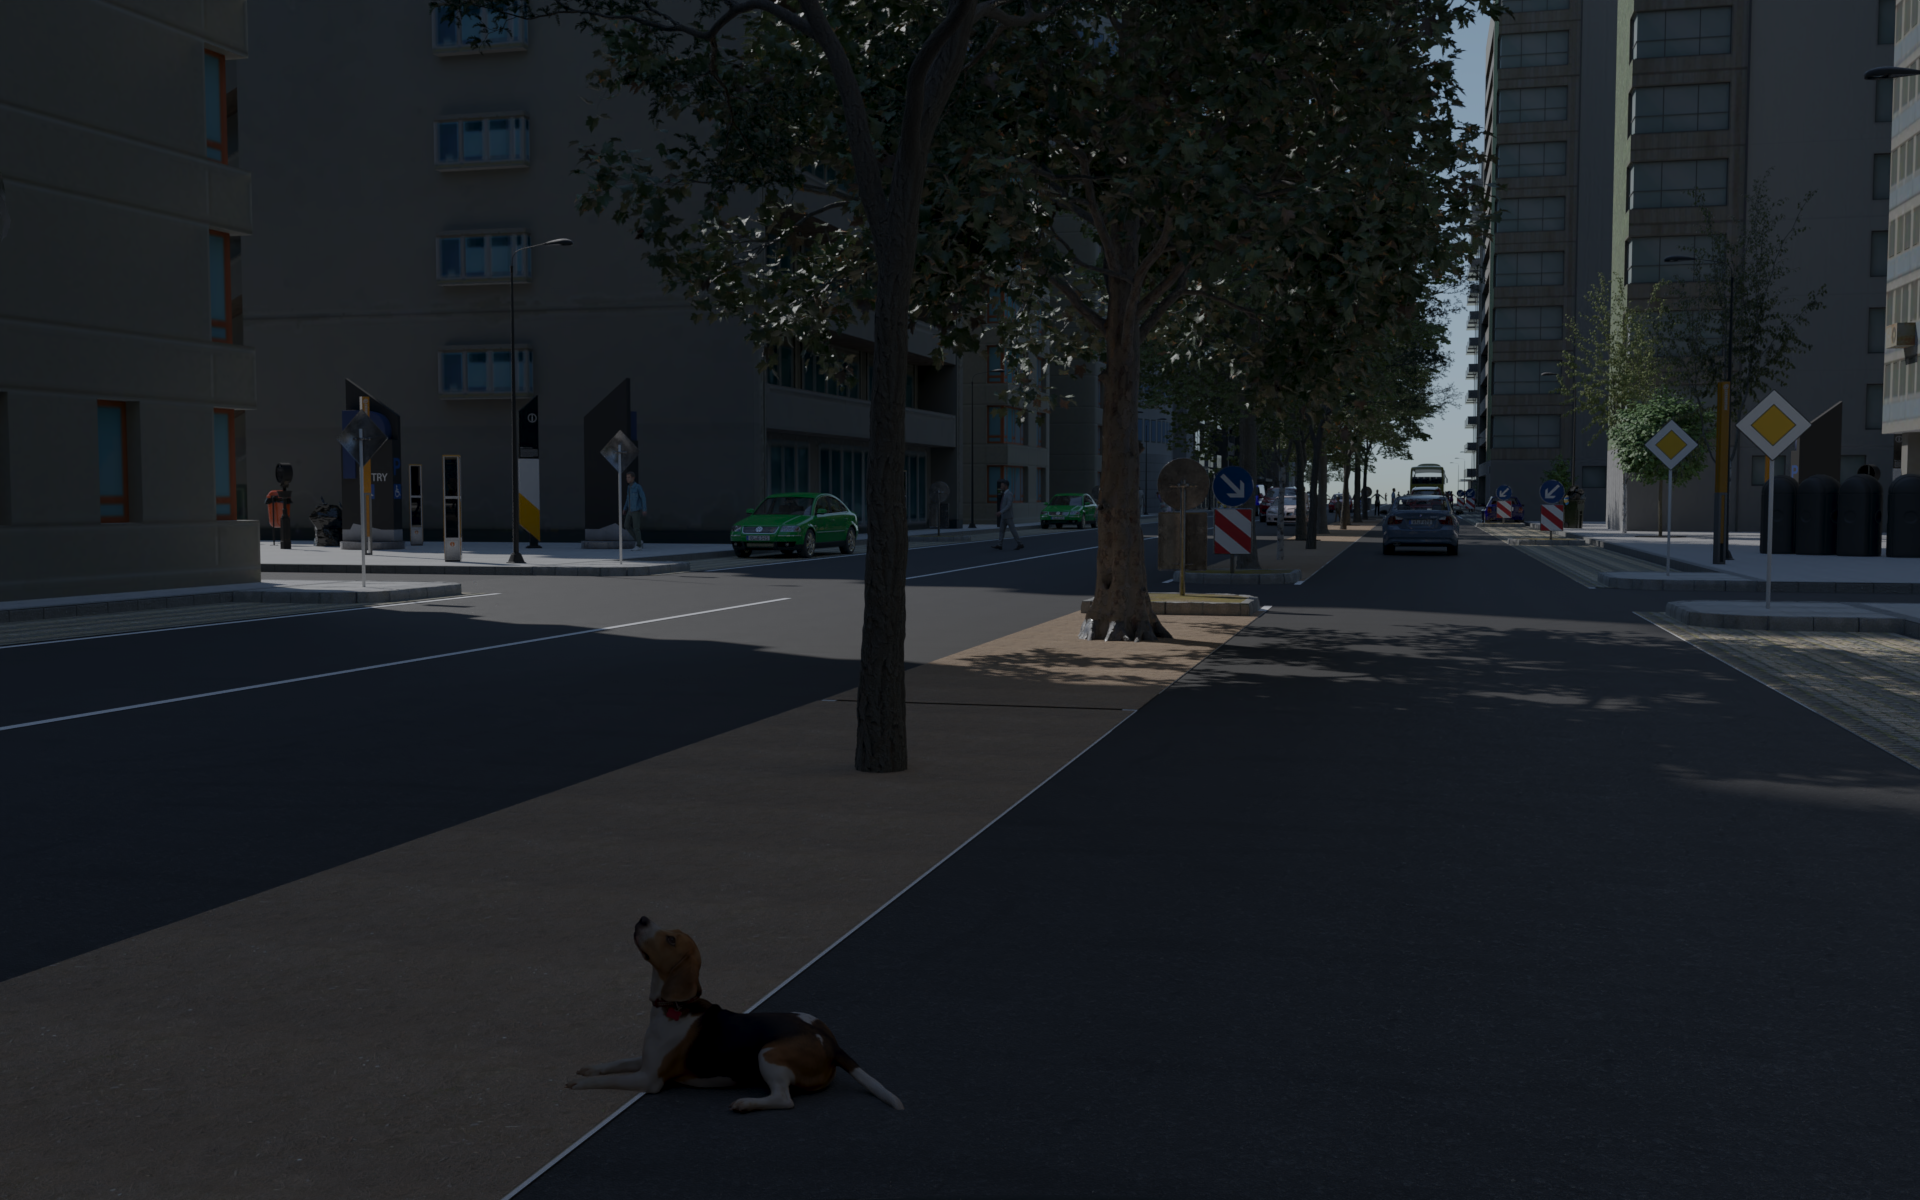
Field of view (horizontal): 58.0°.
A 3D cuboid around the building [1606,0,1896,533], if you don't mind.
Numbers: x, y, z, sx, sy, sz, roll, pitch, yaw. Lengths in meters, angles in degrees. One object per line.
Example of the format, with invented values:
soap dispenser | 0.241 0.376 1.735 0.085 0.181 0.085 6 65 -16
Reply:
building | 31.371 -23.228 63.365 14.154 41.232 14.086 1 4 15

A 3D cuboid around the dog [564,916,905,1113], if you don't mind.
dog | -0.543 0.983 4.123 0.748 0.427 0.550 3 5 45

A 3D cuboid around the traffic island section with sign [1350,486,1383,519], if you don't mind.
traffic island section with sign | 23.705 -5.689 101.145 2.006 1.907 1.989 1 4 15

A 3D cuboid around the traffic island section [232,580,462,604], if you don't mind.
traffic island section | -8.263 -0.102 23.943 2.009 0.180 2.903 1 4 15

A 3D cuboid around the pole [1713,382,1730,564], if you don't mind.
pole | 13.864 -2.305 31.533 0.158 3.312 0.155 0 3 0

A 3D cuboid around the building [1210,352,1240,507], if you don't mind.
building | 20.600 -24.380 170.317 14.160 30.474 14.107 1 4 15

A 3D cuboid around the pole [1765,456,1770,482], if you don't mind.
pole | 26.372 -3.832 56.503 0.158 3.312 0.155 0 3 0

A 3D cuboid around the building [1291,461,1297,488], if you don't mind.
building | 36.128 -42.772 241.314 21.231 58.520 28.212 1 4 15

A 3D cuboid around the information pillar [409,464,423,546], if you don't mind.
information pillar | -13.500 -2.355 42.999 0.304 2.012 0.304 -1 4 -16

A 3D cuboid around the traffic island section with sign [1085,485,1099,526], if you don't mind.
traffic island section with sign | 6.300 -4.312 79.134 1.989 1.847 2.006 1 4 15

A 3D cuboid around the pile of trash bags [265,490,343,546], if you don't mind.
pile of trash bags | -15.672 -2.042 43.136 3.447 1.369 1.912 1 4 9

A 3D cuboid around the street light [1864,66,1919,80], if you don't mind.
street light | 10.529 -2.834 18.876 1.470 5.913 1.316 1 4 15

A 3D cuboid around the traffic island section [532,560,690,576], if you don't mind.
traffic island section | -6.227 -0.574 31.665 2.009 0.180 2.903 1 4 15

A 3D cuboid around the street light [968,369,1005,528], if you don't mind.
street light | 0.981 -5.637 64.700 1.470 5.913 1.316 1 4 15

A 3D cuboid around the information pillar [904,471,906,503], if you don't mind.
information pillar | -1.873 -3.039 54.173 0.304 2.012 0.304 2 4 25

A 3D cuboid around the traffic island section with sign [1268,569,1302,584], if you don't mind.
traffic island section with sign | 4.555 -1.244 28.479 2.006 1.907 1.989 1 4 15

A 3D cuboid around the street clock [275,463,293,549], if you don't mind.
street clock | -15.705 -2.185 40.288 0.358 2.002 0.471 -3 5 -44

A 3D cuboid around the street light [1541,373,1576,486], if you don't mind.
street light | 22.905 -5.728 66.199 1.470 5.913 1.316 1 4 15

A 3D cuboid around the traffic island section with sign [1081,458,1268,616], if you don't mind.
traffic island section with sign | 2.657 -0.806 21.318 2.006 1.907 1.989 1 4 15

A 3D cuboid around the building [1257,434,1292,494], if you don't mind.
building | 34.808 -32.830 220.360 14.154 41.232 14.086 1 4 15

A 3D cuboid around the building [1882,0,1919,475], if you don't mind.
building | 34.999 -21.042 35.917 23.993 40.220 32.217 1 4 15

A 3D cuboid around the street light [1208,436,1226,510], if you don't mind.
street light | 20.519 -10.147 138.446 1.470 5.913 1.316 1 4 15

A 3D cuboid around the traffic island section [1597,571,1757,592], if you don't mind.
traffic island section | 11.123 -0.295 27.102 2.009 0.180 2.903 1 4 15

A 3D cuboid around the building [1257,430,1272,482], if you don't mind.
building | 22.042 -37.472 201.904 28.713 52.752 27.495 1 4 15

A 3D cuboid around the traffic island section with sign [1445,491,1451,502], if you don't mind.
traffic island section with sign | 43.171 -8.639 149.870 1.989 1.847 2.006 1 4 15

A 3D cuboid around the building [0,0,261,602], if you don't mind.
building | -27.670 -10.389 14.892 28.899 21.520 27.650 1 4 15

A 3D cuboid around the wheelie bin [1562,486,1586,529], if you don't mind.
wheelie bin | 22.949 -3.472 64.675 0.693 1.594 0.980 3 5 45

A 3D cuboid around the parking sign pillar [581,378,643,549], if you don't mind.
parking sign pillar | -8.204 -3.197 40.745 1.447 3.967 1.447 2 4 28

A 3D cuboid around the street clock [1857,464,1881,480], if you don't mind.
street clock | 22.182 -2.309 42.320 0.358 2.002 0.471 -2 4 -32

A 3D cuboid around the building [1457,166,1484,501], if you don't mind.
building | 80.508 -37.653 235.242 23.786 49.044 30.456 1 4 15

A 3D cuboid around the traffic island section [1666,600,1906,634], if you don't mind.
traffic island section | 9.087 0.177 19.380 2.009 0.180 2.903 1 4 15

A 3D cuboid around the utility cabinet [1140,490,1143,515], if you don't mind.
utility cabinet | 10.423 -5.862 104.530 1.173 1.500 0.318 2 4 29

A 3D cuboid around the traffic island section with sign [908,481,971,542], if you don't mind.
traffic island section with sign | -0.736 -2.683 52.488 1.989 1.847 2.006 1 4 15

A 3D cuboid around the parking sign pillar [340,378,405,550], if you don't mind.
parking sign pillar | -13.688 -3.168 40.262 1.447 3.967 1.447 1 4 10

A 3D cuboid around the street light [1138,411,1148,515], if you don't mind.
street light | 9.577 -7.620 97.121 1.470 5.913 1.316 1 4 15

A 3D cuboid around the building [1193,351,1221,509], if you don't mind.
building | 10.666 -32.401 149.362 23.786 49.044 30.456 1 4 15

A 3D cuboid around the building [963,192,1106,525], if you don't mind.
building | -7.703 -14.945 89.390 27.650 21.520 28.899 1 4 15

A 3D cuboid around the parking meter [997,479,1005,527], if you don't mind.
parking meter | 1.583 -3.739 66.837 0.255 1.863 0.399 1 4 15

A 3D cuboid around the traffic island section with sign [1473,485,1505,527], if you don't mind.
traffic island section with sign | 23.529 -4.084 75.398 1.989 1.847 2.006 1 4 15

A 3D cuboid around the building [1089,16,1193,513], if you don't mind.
building | 4.173 -35.382 120.503 21.231 58.520 28.212 1 4 15

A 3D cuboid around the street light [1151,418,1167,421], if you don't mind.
street light | 11.937 -8.164 106.021 1.470 5.913 1.316 1 4 15

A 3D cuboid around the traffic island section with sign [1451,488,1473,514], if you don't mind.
traffic island section with sign | 36.013 -6.978 122.711 1.989 1.847 2.006 1 4 15

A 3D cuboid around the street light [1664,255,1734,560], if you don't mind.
street light | 14.399 -3.744 33.754 1.470 5.913 1.316 1 4 15

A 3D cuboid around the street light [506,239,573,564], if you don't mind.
street light | -7.710 -3.625 31.809 1.470 5.913 1.316 1 4 15

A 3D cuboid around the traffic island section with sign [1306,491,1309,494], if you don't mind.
traffic island section with sign | 47.199 -13.801 234.265 1.989 1.847 2.006 1 4 15

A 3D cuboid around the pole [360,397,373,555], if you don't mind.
pole | -12.466 -2.600 36.354 0.158 3.312 0.155 0 3 0

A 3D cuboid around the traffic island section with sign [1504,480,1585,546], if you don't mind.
traffic island section with sign | 16.578 -2.470 49.019 1.989 1.847 2.006 1 4 15

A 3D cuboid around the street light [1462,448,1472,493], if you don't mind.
street light | 51.229 -12.280 173.325 1.470 5.913 1.316 1 4 15

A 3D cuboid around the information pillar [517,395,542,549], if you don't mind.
information pillar | -10.125 -3.020 40.724 0.504 3.616 0.183 -2 4 -32

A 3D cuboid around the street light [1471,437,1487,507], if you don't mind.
street light | 42.649 -10.297 140.899 1.470 5.913 1.316 1 4 15

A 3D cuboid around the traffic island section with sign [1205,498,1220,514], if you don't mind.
traffic island section with sign | 19.258 -7.320 128.309 1.989 1.847 2.006 1 4 15

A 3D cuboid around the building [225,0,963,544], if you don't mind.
building | -12.866 -26.416 55.604 21.300 48.544 21.600 1 4 15

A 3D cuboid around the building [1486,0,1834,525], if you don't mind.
building | 33.603 -24.586 85.574 14.154 41.232 14.086 1 4 15

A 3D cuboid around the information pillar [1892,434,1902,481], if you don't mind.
information pillar | 30.451 -3.959 56.080 0.504 3.616 0.183 1 4 18

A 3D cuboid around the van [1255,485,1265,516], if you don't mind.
van | 18.854 -6.675 113.517 2.240 2.365 5.245 1 4 16

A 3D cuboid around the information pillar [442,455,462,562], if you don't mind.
information pillar | -9.604 -1.730 32.773 0.304 2.012 0.304 -1 4 -11

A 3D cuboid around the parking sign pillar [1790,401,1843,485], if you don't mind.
parking sign pillar | 24.896 -3.788 50.400 1.447 3.967 1.447 0 4 -6

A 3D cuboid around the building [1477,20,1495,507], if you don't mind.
building | 59.306 -32.718 158.634 21.300 48.544 21.600 1 4 15
